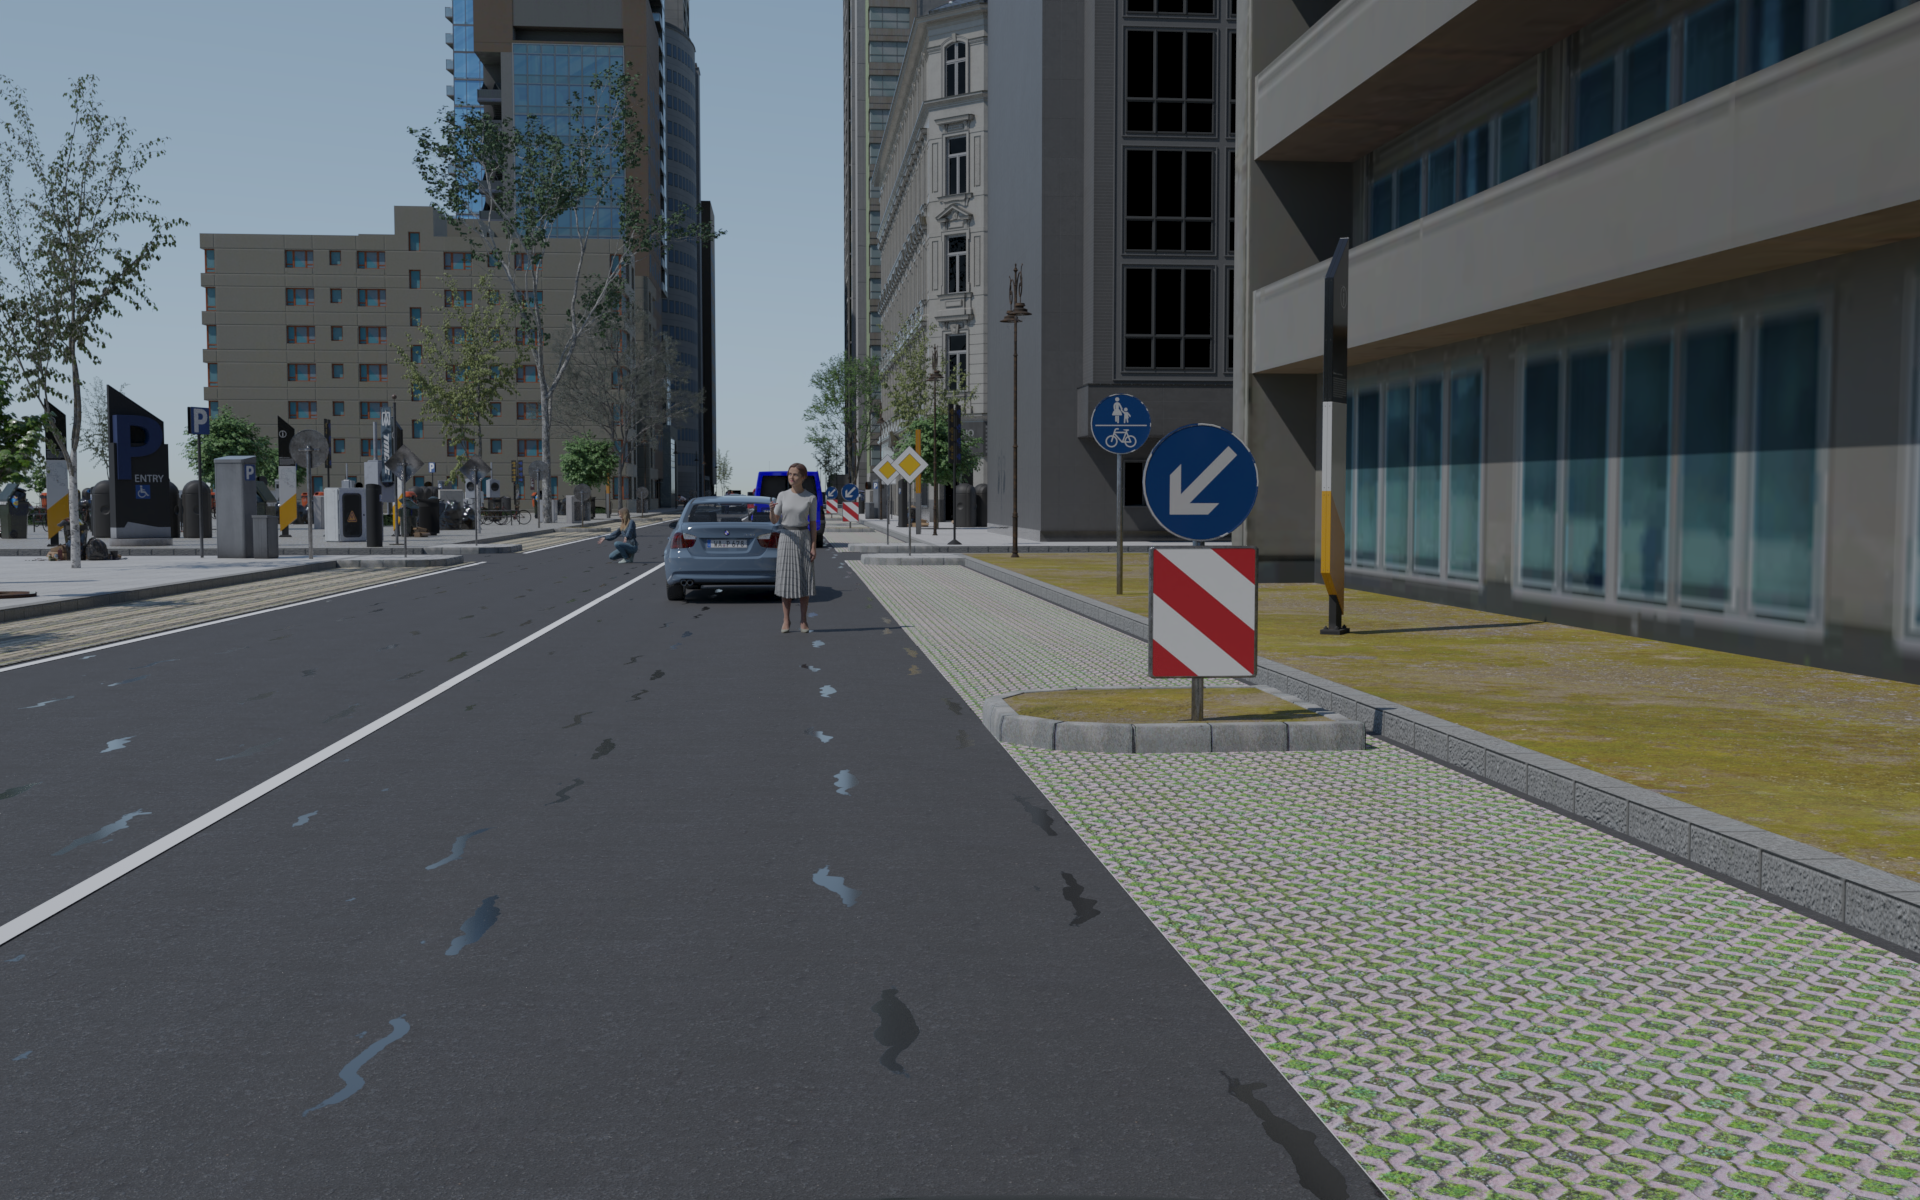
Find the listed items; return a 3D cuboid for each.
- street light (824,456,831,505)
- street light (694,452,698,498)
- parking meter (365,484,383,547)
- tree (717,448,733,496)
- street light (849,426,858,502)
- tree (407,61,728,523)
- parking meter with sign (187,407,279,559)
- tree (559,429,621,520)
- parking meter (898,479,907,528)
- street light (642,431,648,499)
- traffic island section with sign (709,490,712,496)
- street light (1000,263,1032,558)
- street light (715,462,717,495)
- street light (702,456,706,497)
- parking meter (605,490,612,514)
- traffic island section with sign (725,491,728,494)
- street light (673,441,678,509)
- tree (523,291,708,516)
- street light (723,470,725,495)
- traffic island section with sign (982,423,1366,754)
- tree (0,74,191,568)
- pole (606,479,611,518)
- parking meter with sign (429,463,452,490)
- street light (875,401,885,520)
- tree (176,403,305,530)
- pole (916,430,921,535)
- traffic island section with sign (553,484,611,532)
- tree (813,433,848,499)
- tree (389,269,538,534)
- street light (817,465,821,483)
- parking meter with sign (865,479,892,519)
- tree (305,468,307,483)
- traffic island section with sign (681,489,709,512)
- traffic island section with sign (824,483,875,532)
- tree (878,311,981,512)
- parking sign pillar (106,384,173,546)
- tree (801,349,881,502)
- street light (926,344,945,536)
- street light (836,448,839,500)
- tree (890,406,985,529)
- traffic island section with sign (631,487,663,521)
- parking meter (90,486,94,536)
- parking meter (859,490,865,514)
[{"bbox_3d":[-14.701,-13.544,194.228,0.468,5.910,1.993,0,4,-6],"label":"street light"},{"bbox_3d":[-28.082,-12.956,184.612,0.468,5.910,1.993,0,4,-6],"label":"street light"},{"bbox_3d":[-14.169,-2.047,41.884,0.372,1.533,0.369,0,3,0],"label":"parking meter"},{"bbox_3d":[-37.655,-19.803,274.140,4.737,8.622,4.395,0,3,0],"label":"tree"},{"bbox_3d":[-7.148,-8.908,118.437,0.468,5.910,1.993,0,4,-6],"label":"street light"},{"bbox_3d":[-16.818,-13.404,75.045,12.611,20.169,13.585,0,3,0],"label":"tree"},{"bbox_3d":[-14.454,-2.342,34.549,1.738,3.016,0.543,1,4,15],"label":"parking meter with sign"},{"bbox_3d":[-18.630,-6.316,86.984,4.285,4.588,4.351,0,3,0],"label":"tree"},{"bbox_3d":[-2.198,-3.718,66.493,0.255,1.863,0.399,-2,4,-25],"label":"parking meter"},{"bbox_3d":[-21.624,-8.943,119.007,0.468,5.910,1.993,0,4,-6],"label":"street light"},{"bbox_3d":[-24.496,-9.805,168.945,1.989,1.847,2.006,0,4,-6],"label":"traffic island section with sign"},{"bbox_3d":[1.115,-3.797,34.869,0.468,5.910,1.993,0,4,-6],"label":"street light"},{"bbox_3d":[-33.021,-16.018,234.686,0.468,5.910,1.993,0,4,-6],"label":"street light"},{"bbox_3d":[-29.860,-14.035,202.267,0.468,5.910,1.993,0,4,-6],"label":"street light"},{"bbox_3d":[-22.209,-6.178,109.415,0.372,1.533,0.369,0,3,0],"label":"parking meter"},{"bbox_3d":[-32.687,-14.852,251.459,1.989,1.847,2.006,0,4,-6],"label":"traffic island section with sign"},{"bbox_3d":[-24.848,-10.926,151.420,0.468,5.910,1.993,0,4,-6],"label":"street light"},{"bbox_3d":[-20.126,-11.742,102.348,12.009,13.543,11.850,0,3,0],"label":"tree"},{"bbox_3d":[-36.414,-18.021,267.436,0.468,5.910,1.993,0,4,-6],"label":"street light"},{"bbox_3d":[1.172,-0.112,10.462,1.989,1.847,2.006,0,4,-6],"label":"traffic island section with sign"},{"bbox_3d":[-15.539,-4.850,29.663,4.360,8.622,3.978,0,3,0],"label":"tree"},{"bbox_3d":[-18.741,-6.020,92.278,0.158,3.312,0.155,0,3,0],"label":"pole"},{"bbox_3d":[-28.649,-6.127,96.442,0.543,3.016,1.738,3,4,38],"label":"parking meter with sign"},{"bbox_3d":[-3.926,-6.926,86.024,0.468,5.910,1.993,0,4,-6],"label":"street light"},{"bbox_3d":[-26.447,-4.809,62.343,4.285,4.588,4.351,0,3,0],"label":"tree"},{"bbox_3d":[-1.316,-3.735,54.907,0.158,3.312,0.155,0,3,0],"label":"pole"},{"bbox_3d":[-14.248,-3.475,65.450,1.989,1.847,2.006,0,4,-6],"label":"traffic island section with sign"},{"bbox_3d":[-15.371,-15.511,203.973,4.737,8.622,4.395,0,3,0],"label":"tree"},{"bbox_3d":[-15.898,-6.464,56.047,4.737,8.622,4.395,0,3,0],"label":"tree"},{"bbox_3d":[-19.687,-16.623,244.574,0.468,5.910,1.993,0,4,-6],"label":"street light"},{"bbox_3d":[-4.118,-5.676,89.057,0.543,3.016,1.738,3,5,45],"label":"parking meter with sign"},{"bbox_3d":[-39.784,-7.219,101.752,4.285,4.588,4.351,0,3,0],"label":"tree"},{"bbox_3d":[-21.849,-8.165,142.120,1.989,1.847,2.006,0,4,-6],"label":"traffic island section with sign"},{"bbox_3d":[-4.267,-3.467,65.319,1.989,1.847,2.006,0,4,-6],"label":"traffic island section with sign"},{"bbox_3d":[-1.524,-7.289,69.531,4.737,8.622,4.395,0,3,0],"label":"tree"},{"bbox_3d":[-20.370,-3.333,42.974,1.447,3.967,1.447,-3,5,-44],"label":"parking sign pillar"},{"bbox_3d":[-7.498,-12.086,123.361,9.928,11.665,9.643,0,3,0],"label":"tree"},{"bbox_3d":[-0.772,-4.932,53.424,0.468,5.910,1.993,0,4,-6],"label":"street light"},{"bbox_3d":[-11.506,-11.561,161.812,0.468,5.910,1.993,0,4,-6],"label":"street light"},{"bbox_3d":[-0.892,-4.871,63.352,4.285,4.588,4.351,0,3,0],"label":"tree"},{"bbox_3d":[-16.932,-5.132,92.533,1.989,1.847,2.006,0,4,-6],"label":"traffic island section with sign"},{"bbox_3d":[-26.577,-2.750,53.379,0.372,1.533,0.369,0,3,0],"label":"parking meter"},{"bbox_3d":[-6.318,-6.303,111.457,0.372,1.533,0.369,0,3,0],"label":"parking meter"}]
